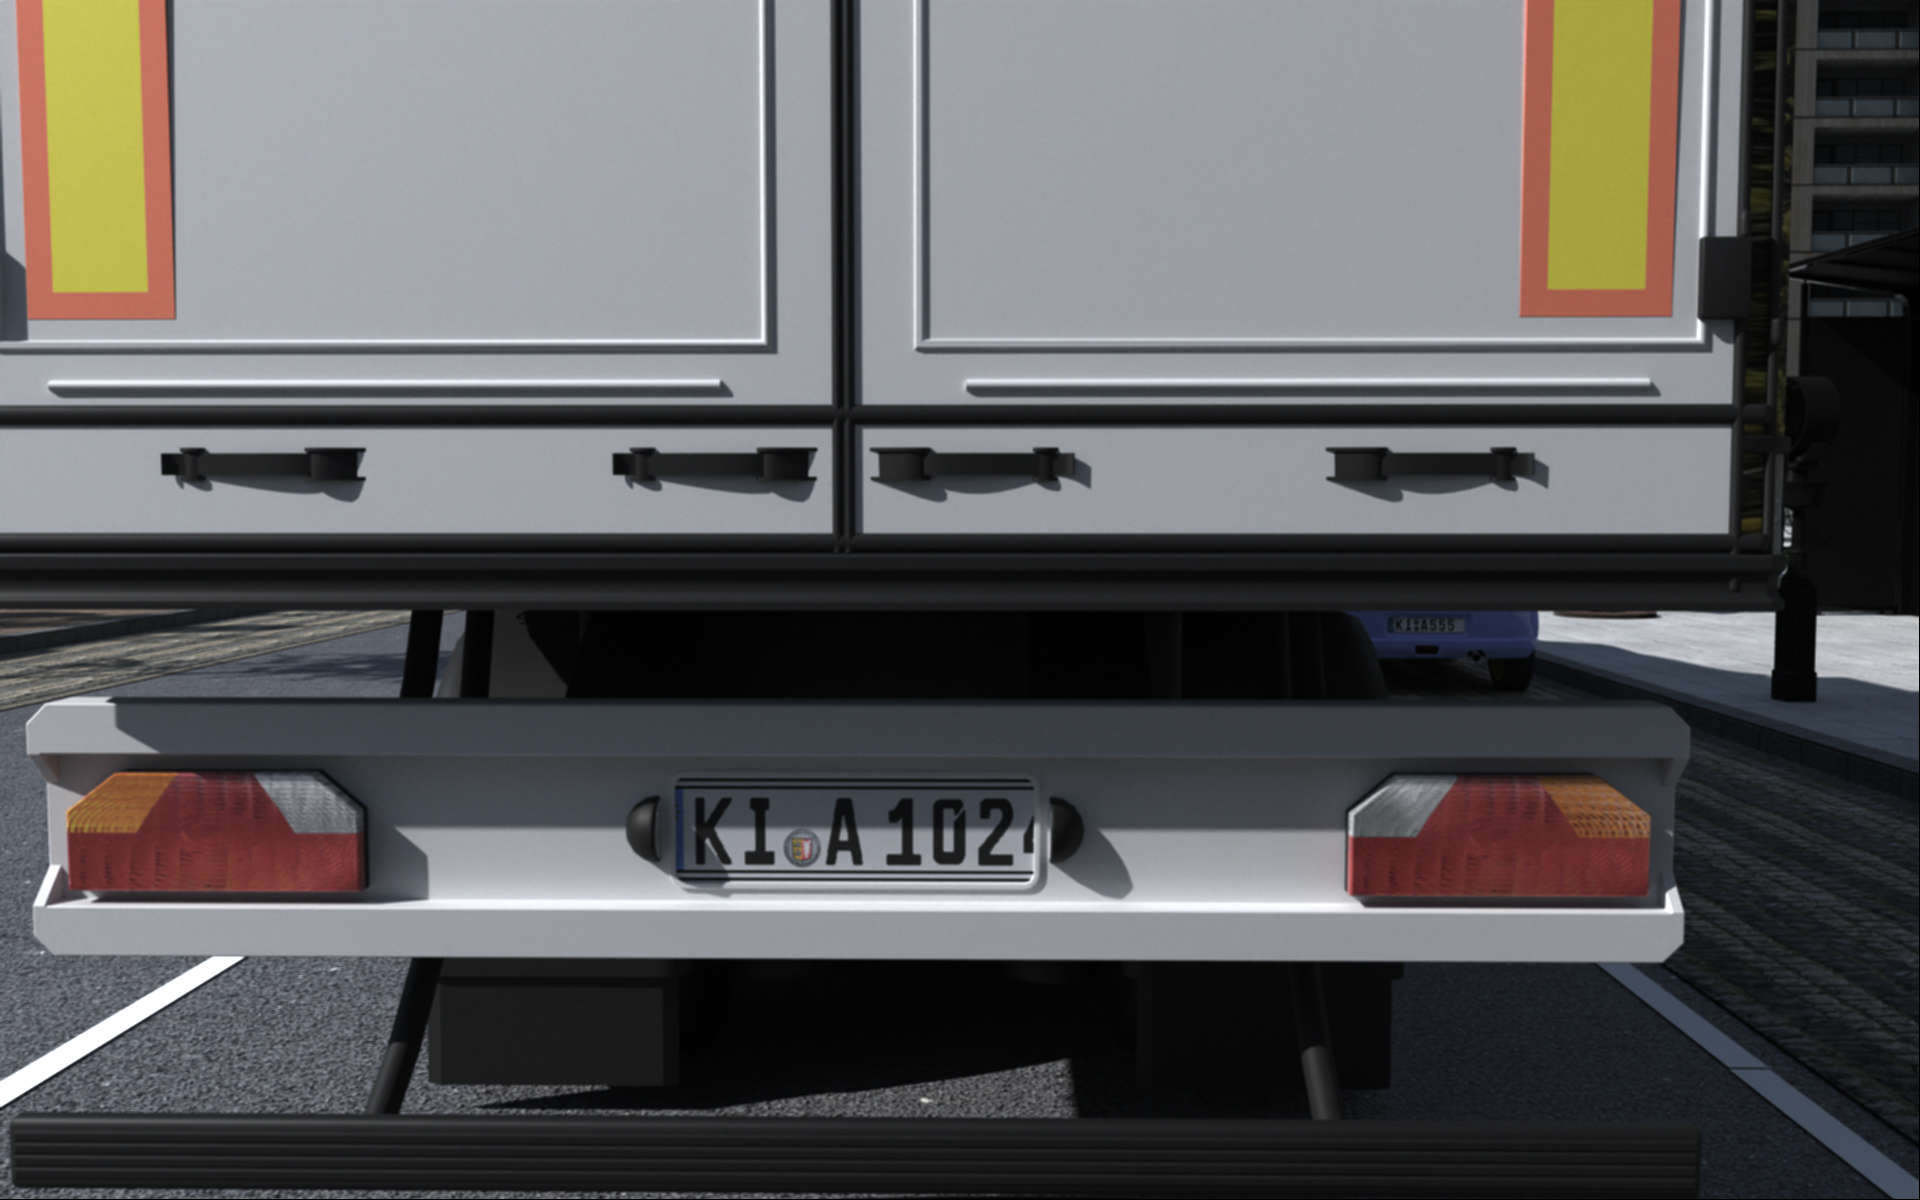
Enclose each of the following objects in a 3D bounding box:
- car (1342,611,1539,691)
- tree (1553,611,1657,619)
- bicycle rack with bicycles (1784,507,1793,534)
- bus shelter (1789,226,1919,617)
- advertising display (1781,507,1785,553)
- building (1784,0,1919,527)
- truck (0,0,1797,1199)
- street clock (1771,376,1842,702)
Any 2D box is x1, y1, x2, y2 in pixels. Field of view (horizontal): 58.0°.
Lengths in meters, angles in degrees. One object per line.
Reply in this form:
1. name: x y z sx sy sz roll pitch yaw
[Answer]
1. car: 3.364 -0.263 13.899 1.945 1.707 3.694 0 4 3
2. tree: 6.785 -1.451 18.321 1.663 3.219 1.824 0 3 0
3. bicycle rack with bicycles: 25.604 -2.574 55.471 2.925 0.926 2.852 -1 4 -22
4. bus shelter: 9.266 -1.467 15.266 1.731 3.624 6.357 0 4 1
5. advertising display: 8.733 -0.868 19.410 0.974 1.923 0.123 0 4 -2
6. building: 35.473 -23.715 71.329 14.086 41.232 14.154 0 4 1
7. truck: -0.057 -1.151 7.735 2.839 4.237 11.283 0 4 1
8. street clock: 5.183 -0.376 10.710 0.358 2.002 0.471 0 4 -6
